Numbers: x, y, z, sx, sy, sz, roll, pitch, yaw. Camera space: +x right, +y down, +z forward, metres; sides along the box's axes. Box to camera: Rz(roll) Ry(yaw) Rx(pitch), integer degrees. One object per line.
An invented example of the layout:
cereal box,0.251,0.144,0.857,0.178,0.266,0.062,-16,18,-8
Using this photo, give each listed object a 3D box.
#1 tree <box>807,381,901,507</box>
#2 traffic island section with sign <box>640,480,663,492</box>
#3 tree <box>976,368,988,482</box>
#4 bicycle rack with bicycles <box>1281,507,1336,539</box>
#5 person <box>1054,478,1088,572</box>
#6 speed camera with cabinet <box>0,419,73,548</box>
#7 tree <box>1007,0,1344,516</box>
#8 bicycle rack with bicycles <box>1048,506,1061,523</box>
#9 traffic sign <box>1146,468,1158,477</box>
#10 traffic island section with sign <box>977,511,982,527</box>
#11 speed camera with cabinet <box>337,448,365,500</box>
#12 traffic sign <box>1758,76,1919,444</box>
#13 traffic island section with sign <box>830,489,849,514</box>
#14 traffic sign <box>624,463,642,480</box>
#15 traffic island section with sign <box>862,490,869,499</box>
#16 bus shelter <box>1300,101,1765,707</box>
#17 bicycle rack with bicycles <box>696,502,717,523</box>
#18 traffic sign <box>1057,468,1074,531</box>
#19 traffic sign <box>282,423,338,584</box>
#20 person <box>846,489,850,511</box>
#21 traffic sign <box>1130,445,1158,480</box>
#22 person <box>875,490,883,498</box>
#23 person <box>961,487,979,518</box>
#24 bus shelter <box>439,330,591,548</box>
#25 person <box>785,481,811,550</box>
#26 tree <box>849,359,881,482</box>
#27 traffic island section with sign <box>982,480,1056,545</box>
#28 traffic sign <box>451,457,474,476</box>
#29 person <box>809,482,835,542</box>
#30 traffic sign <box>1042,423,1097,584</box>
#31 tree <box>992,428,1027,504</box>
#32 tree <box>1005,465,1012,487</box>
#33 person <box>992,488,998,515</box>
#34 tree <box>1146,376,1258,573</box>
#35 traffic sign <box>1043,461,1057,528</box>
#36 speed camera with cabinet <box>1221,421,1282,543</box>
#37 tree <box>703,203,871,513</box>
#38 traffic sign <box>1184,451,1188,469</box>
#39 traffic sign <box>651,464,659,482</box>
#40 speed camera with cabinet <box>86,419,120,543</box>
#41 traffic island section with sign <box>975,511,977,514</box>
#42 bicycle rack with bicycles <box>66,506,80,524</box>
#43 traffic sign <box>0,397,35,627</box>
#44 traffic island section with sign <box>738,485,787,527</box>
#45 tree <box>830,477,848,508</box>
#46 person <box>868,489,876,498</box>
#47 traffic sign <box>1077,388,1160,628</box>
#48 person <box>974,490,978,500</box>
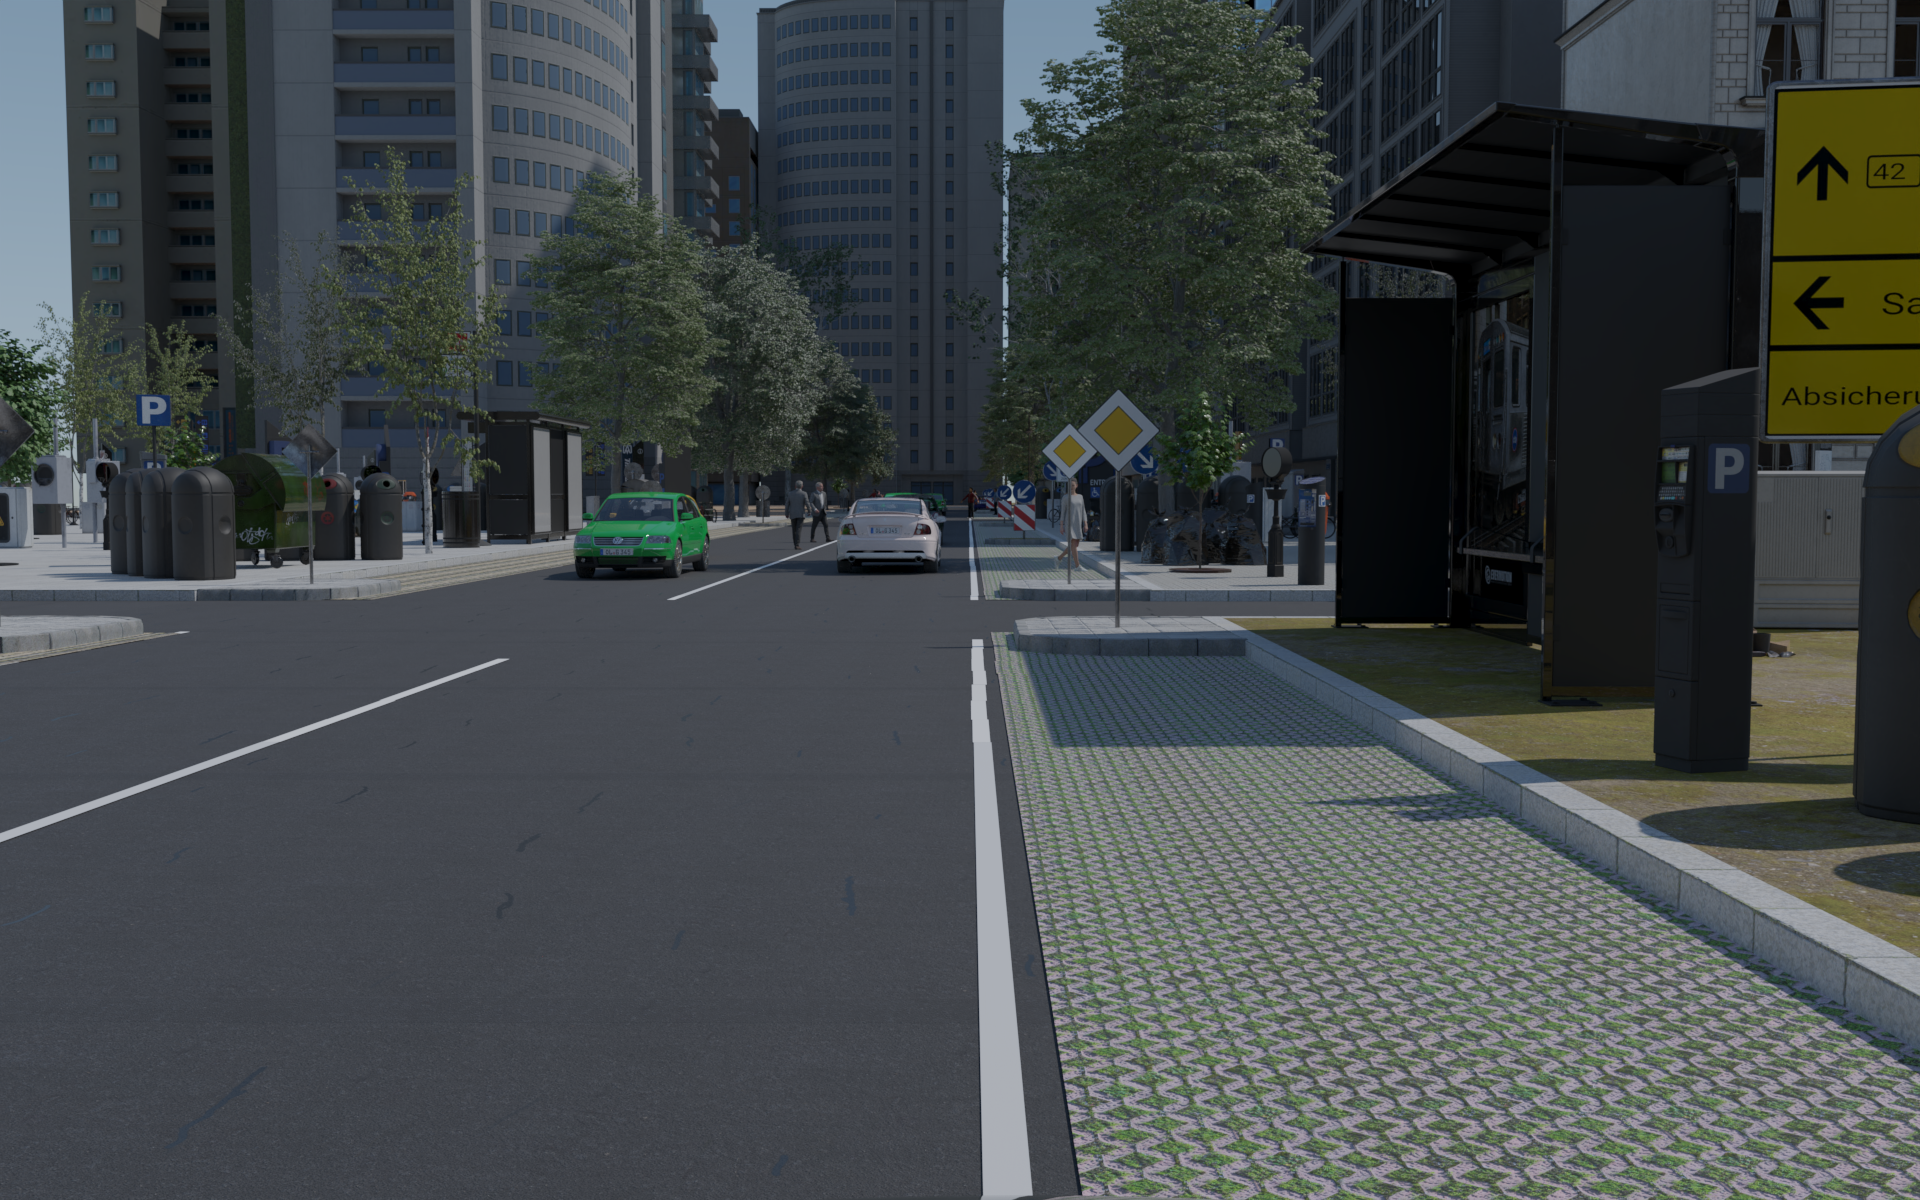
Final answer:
tree,-10.648,-15.633,172.601,9.611,12.733,9.660,0,3,0
traffic island section with sign,-8.820,-2.488,49.304,1.989,1.847,2.006,0,4,0
tree,4.760,-11.657,108.723,7.486,12.596,7.792,0,3,0
bicycle rack with bicycles,9.458,-2.256,50.270,2.925,0.926,2.852,2,4,24
person,2.035,-1.389,31.958,0.760,1.731,0.466,2,4,32
speed camera with cabinet,-22.213,-2.865,41.172,2.038,3.252,0.660,1,4,9
tree,4.764,-7.224,36.239,7.486,12.596,7.792,0,3,0
bicycle rack with bicycles,5.400,-3.931,77.648,2.925,0.926,2.852,-1,4,-10
traffic sign,6.426,-3.539,57.974,0.768,2.556,0.104,0,4,4
traffic island section with sign,1.844,-4.144,76.381,1.989,1.847,2.006,0,4,0
speed camera with cabinet,-26.719,-4.974,75.653,0.660,3.252,2.038,2,4,29
traffic sign,5.102,-0.895,8.498,2.265,3.308,0.079,1,4,9
traffic island section with sign,-8.425,-7.207,126.459,1.989,1.847,2.006,0,4,0
traffic sign,-13.211,-4.275,69.997,0.768,2.556,0.104,1,4,8
traffic island section with sign,-8.295,-8.862,153.527,1.989,1.847,2.006,0,4,0
bus shelter,4.084,-1.360,13.513,1.731,3.624,6.357,0,4,0
bicycle rack with bicycles,-11.847,-3.864,76.561,2.852,0.926,2.925,3,5,39
traffic sign,3.612,-3.502,59.395,0.606,2.300,0.079,1,4,10
traffic sign,-9.244,-1.284,24.641,0.795,2.450,0.064,0,4,0
person,-8.901,-7.865,137.100,0.705,1.823,1.348,-1,4,-9
traffic sign,4.796,-2.745,44.987,0.768,2.556,0.104,0,4,4
person,-4.717,-5.565,100.965,0.415,1.643,0.593,3,4,36
person,0.620,-5.712,101.853,1.348,1.831,0.705,3,4,39
bus shelter,-11.677,-4.136,45.252,2.179,5.291,8.768,0,4,0
person,-4.184,-2.201,44.887,0.661,1.777,0.834,0,4,5
tree,-10.826,-14.190,138.666,9.857,13.997,8.962,0,3,0
traffic island section with sign,1.703,-2.495,49.426,1.989,1.847,2.006,0,4,0
traffic sign,-14.618,-3.127,51.128,0.884,2.594,0.081,1,4,9
person,-4.112,-2.592,51.277,0.834,1.777,0.661,3,4,37
traffic sign,1.550,-1.280,24.567,0.795,2.450,0.064,0,4,0
tree,5.193,-13.270,167.331,4.360,8.622,3.978,0,3,0
tree,5.387,-9.796,143.884,4.285,4.588,4.351,0,3,0
person,2.394,-6.692,117.901,0.705,1.826,1.348,-1,4,-10
tree,3.832,-2.072,28.483,1.663,3.219,1.824,0,3,0
traffic sign,3.518,-4.000,65.510,0.768,2.556,0.104,1,4,10
speed camera with cabinet,7.798,-3.184,46.396,0.660,3.252,2.038,-2,4,-26
tree,-12.918,-15.884,115.593,12.611,20.169,13.585,0,3,0
traffic sign,5.998,-2.770,45.394,0.768,2.556,0.104,0,4,7
traffic sign,-12.601,-4.446,72.794,0.768,2.556,0.104,0,4,5
speed camera with cabinet,-21.965,-3.113,45.228,2.038,3.252,0.660,2,4,32
traffic island section with sign,2.093,-7.203,126.397,1.989,1.847,2.006,0,4,0
bicycle rack with bicycles,-38.553,-3.763,74.906,2.852,0.926,2.925,1,4,21
traffic sign,-9.284,-0.796,16.656,0.795,2.450,0.064,0,4,0
traffic island section with sign,-8.674,-4.145,76.405,1.989,1.847,2.006,0,4,0
tree,-11.201,-10.211,161.543,1.663,3.219,1.824,0,3,0
person,-6.403,-7.401,129.450,1.348,1.831,0.705,2,4,25
traffic sign,1.510,-0.791,16.582,0.795,2.450,0.064,0,4,0
person,1.399,-9.458,163.239,1.348,1.812,0.705,2,4,25
